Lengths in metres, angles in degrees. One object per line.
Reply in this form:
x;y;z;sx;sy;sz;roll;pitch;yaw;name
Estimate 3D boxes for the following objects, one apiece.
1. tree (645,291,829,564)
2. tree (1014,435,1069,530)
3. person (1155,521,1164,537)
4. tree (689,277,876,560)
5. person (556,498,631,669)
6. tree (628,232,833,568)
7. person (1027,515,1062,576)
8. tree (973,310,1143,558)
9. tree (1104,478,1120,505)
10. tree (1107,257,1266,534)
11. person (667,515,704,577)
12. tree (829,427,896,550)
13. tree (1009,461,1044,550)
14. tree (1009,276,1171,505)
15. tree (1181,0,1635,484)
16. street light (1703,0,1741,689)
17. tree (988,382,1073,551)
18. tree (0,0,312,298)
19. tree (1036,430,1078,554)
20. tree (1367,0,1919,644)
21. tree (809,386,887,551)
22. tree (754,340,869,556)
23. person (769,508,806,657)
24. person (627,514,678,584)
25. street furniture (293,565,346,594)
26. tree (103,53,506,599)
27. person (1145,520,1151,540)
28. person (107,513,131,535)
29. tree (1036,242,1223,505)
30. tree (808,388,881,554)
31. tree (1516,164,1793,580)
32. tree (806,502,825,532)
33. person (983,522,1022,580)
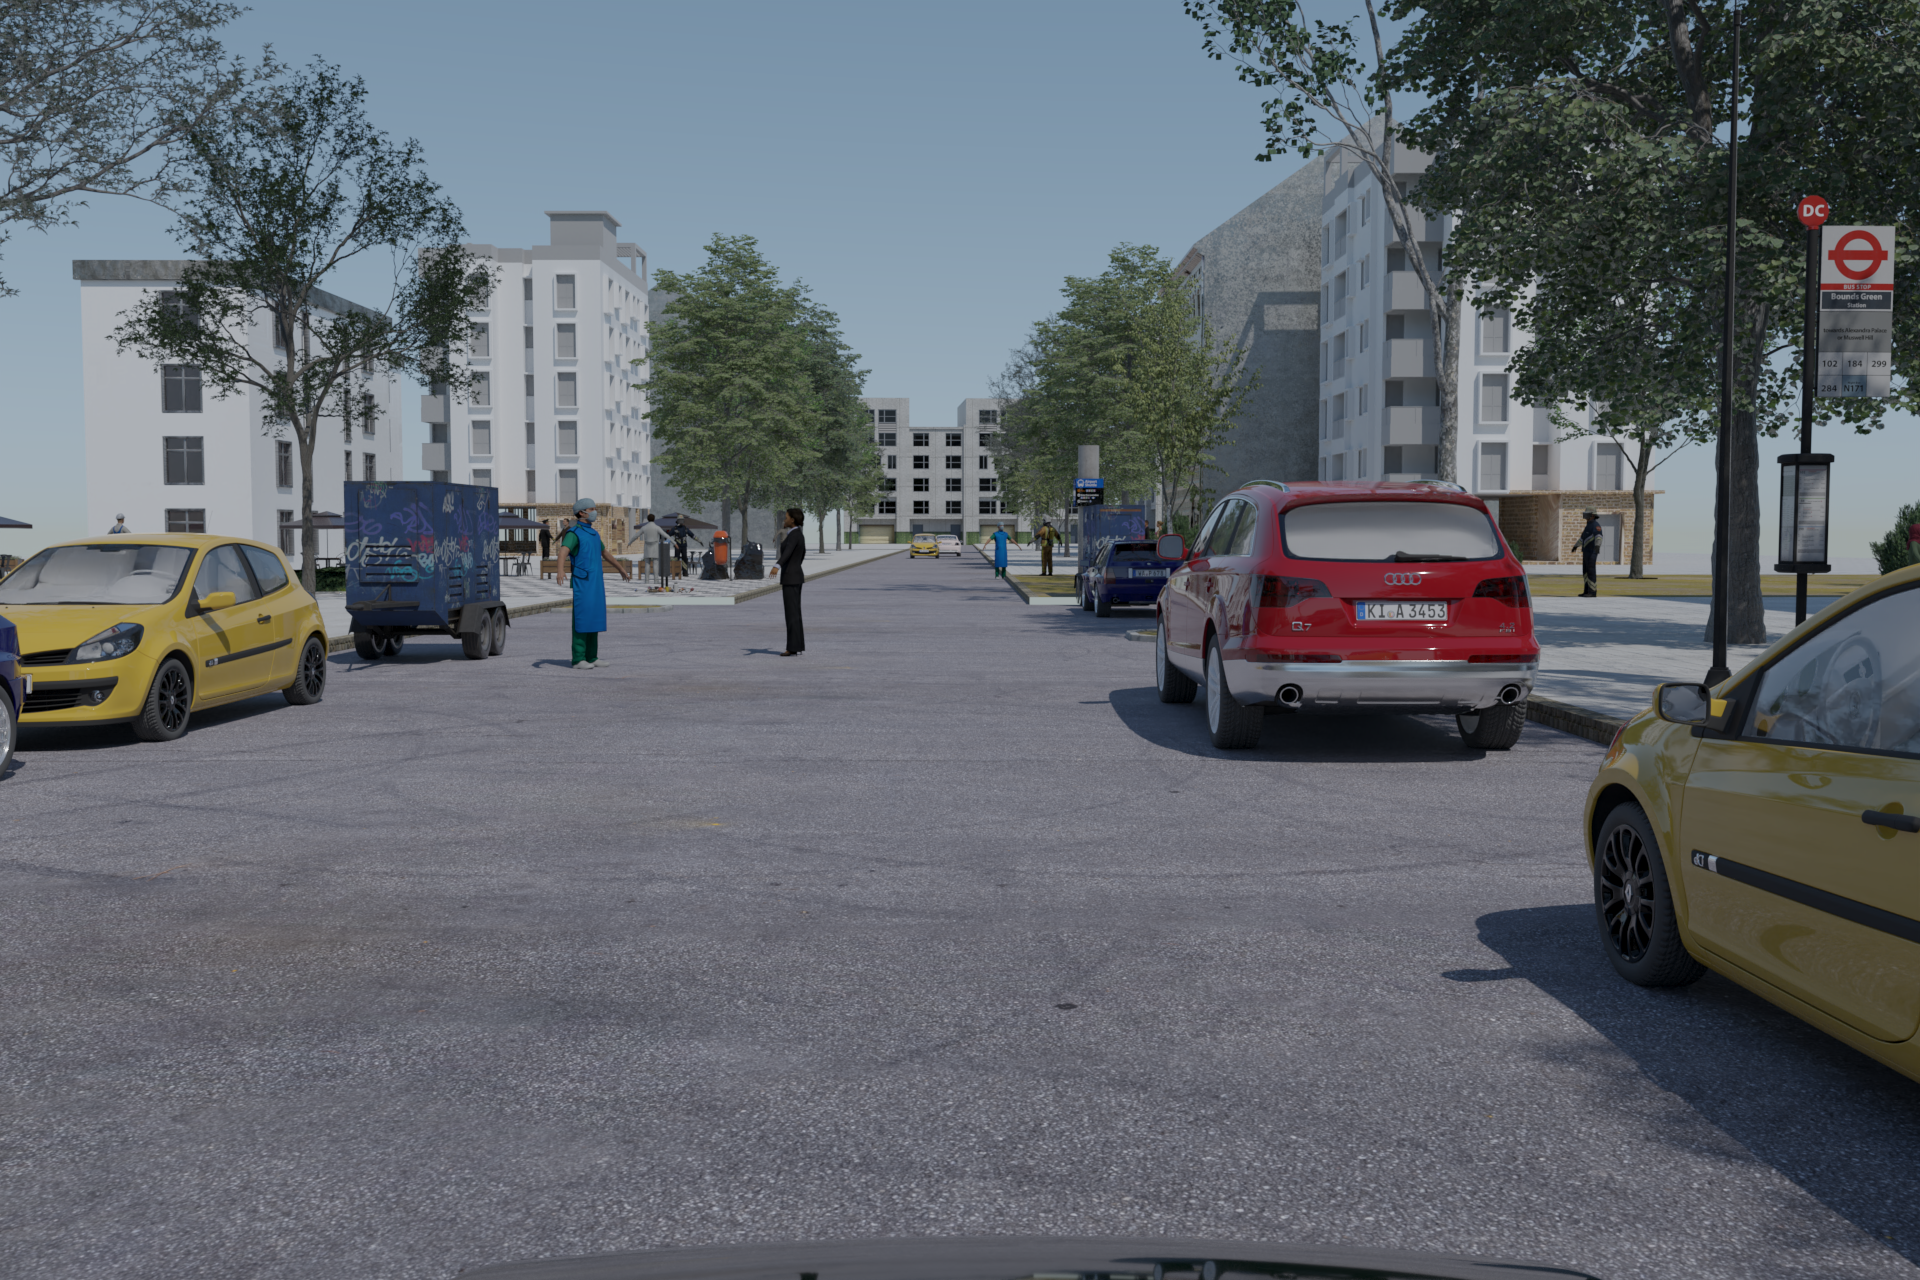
-9.468;-9.122;74.893;9.928;11.665;9.643;0;3;0;tree
6.030;-10.279;118.421;4.737;8.622;4.395;0;3;0;tree
6.609;-3.143;58.189;0.721;1.733;1.217;1;4;19;person
-8.826;-10.884;84.616;9.857;13.997;8.962;0;3;0;tree
-3.963;-0.606;18.490;0.704;1.817;1.347;1;4;20;person
-8.661;-9.002;65.312;7.486;12.596;7.792;0;3;0;tree
2.634;-2.875;52.772;1.354;1.858;0.705;-3;4;-36;person
5.821;-11.283;94.851;12.009;13.543;11.850;0;3;0;tree
21.113;-17.875;226.675;7.601;10.594;8.767;0;4;-3;tree
5.705;-5.850;46.005;4.737;8.622;4.395;0;3;0;tree
-8.361;-2.819;51.868;1.354;1.856;0.705;-1;4;-22;person
-8.689;-12.672;141.599;7.601;10.594;8.767;-2;4;-28;tree
5.968;-11.561;139.380;4.360;8.622;3.978;0;3;0;tree
6.051;-9.721;77.072;7.486;12.596;7.792;0;3;0;tree
8.686;-10.910;34.268;12.611;20.169;13.585;0;3;0;tree
6.757;-2.535;13.994;1.470;5.913;1.316;0;4;0;street light
5.694;-12.891;128.898;7.486;12.596;7.792;0;3;0;tree
-12.787;-6.649;19.084;12.009;13.543;11.850;0;3;0;tree
6.175;-9.753;109.826;4.360;8.622;3.978;0;3;0;tree
9.208;-6.931;19.984;9.857;13.997;8.962;0;3;0;tree
-9.564;-12.986;130.453;7.486;12.596;7.792;0;3;0;tree
-9.212;-11.188;101.057;7.486;12.596;7.792;0;3;0;tree
-2.039;-0.685;20.376;0.721;1.740;1.216;0;4;8;person
-7.960;-2.358;44.743;1.347;1.806;0.705;0;4;3;person
-15.667;-1.608;41.909;5.734;0.657;10.072;-3;5;-42;street furniture
-12.240;-6.025;32.927;8.767;10.594;7.601;1;4;22;tree
6.900;-3.564;64.494;0.704;1.802;1.346;0;4;-6;person
-22.878;-2.533;47.274;1.347;1.847;0.705;1;4;16;person
6.779;-9.134;67.466;7.486;12.596;7.792;0;3;0;tree
-9.052;-11.477;113.399;9.928;11.665;9.643;0;3;0;tree
19.364;-7.534;48.943;9.928;11.665;9.643;0;3;0;tree
-18.535;-17.110;230.103;4.737;8.622;4.395;0;3;0;tree
1.298;-2.805;54.438;1.347;1.817;0.704;-1;4;-23;person
